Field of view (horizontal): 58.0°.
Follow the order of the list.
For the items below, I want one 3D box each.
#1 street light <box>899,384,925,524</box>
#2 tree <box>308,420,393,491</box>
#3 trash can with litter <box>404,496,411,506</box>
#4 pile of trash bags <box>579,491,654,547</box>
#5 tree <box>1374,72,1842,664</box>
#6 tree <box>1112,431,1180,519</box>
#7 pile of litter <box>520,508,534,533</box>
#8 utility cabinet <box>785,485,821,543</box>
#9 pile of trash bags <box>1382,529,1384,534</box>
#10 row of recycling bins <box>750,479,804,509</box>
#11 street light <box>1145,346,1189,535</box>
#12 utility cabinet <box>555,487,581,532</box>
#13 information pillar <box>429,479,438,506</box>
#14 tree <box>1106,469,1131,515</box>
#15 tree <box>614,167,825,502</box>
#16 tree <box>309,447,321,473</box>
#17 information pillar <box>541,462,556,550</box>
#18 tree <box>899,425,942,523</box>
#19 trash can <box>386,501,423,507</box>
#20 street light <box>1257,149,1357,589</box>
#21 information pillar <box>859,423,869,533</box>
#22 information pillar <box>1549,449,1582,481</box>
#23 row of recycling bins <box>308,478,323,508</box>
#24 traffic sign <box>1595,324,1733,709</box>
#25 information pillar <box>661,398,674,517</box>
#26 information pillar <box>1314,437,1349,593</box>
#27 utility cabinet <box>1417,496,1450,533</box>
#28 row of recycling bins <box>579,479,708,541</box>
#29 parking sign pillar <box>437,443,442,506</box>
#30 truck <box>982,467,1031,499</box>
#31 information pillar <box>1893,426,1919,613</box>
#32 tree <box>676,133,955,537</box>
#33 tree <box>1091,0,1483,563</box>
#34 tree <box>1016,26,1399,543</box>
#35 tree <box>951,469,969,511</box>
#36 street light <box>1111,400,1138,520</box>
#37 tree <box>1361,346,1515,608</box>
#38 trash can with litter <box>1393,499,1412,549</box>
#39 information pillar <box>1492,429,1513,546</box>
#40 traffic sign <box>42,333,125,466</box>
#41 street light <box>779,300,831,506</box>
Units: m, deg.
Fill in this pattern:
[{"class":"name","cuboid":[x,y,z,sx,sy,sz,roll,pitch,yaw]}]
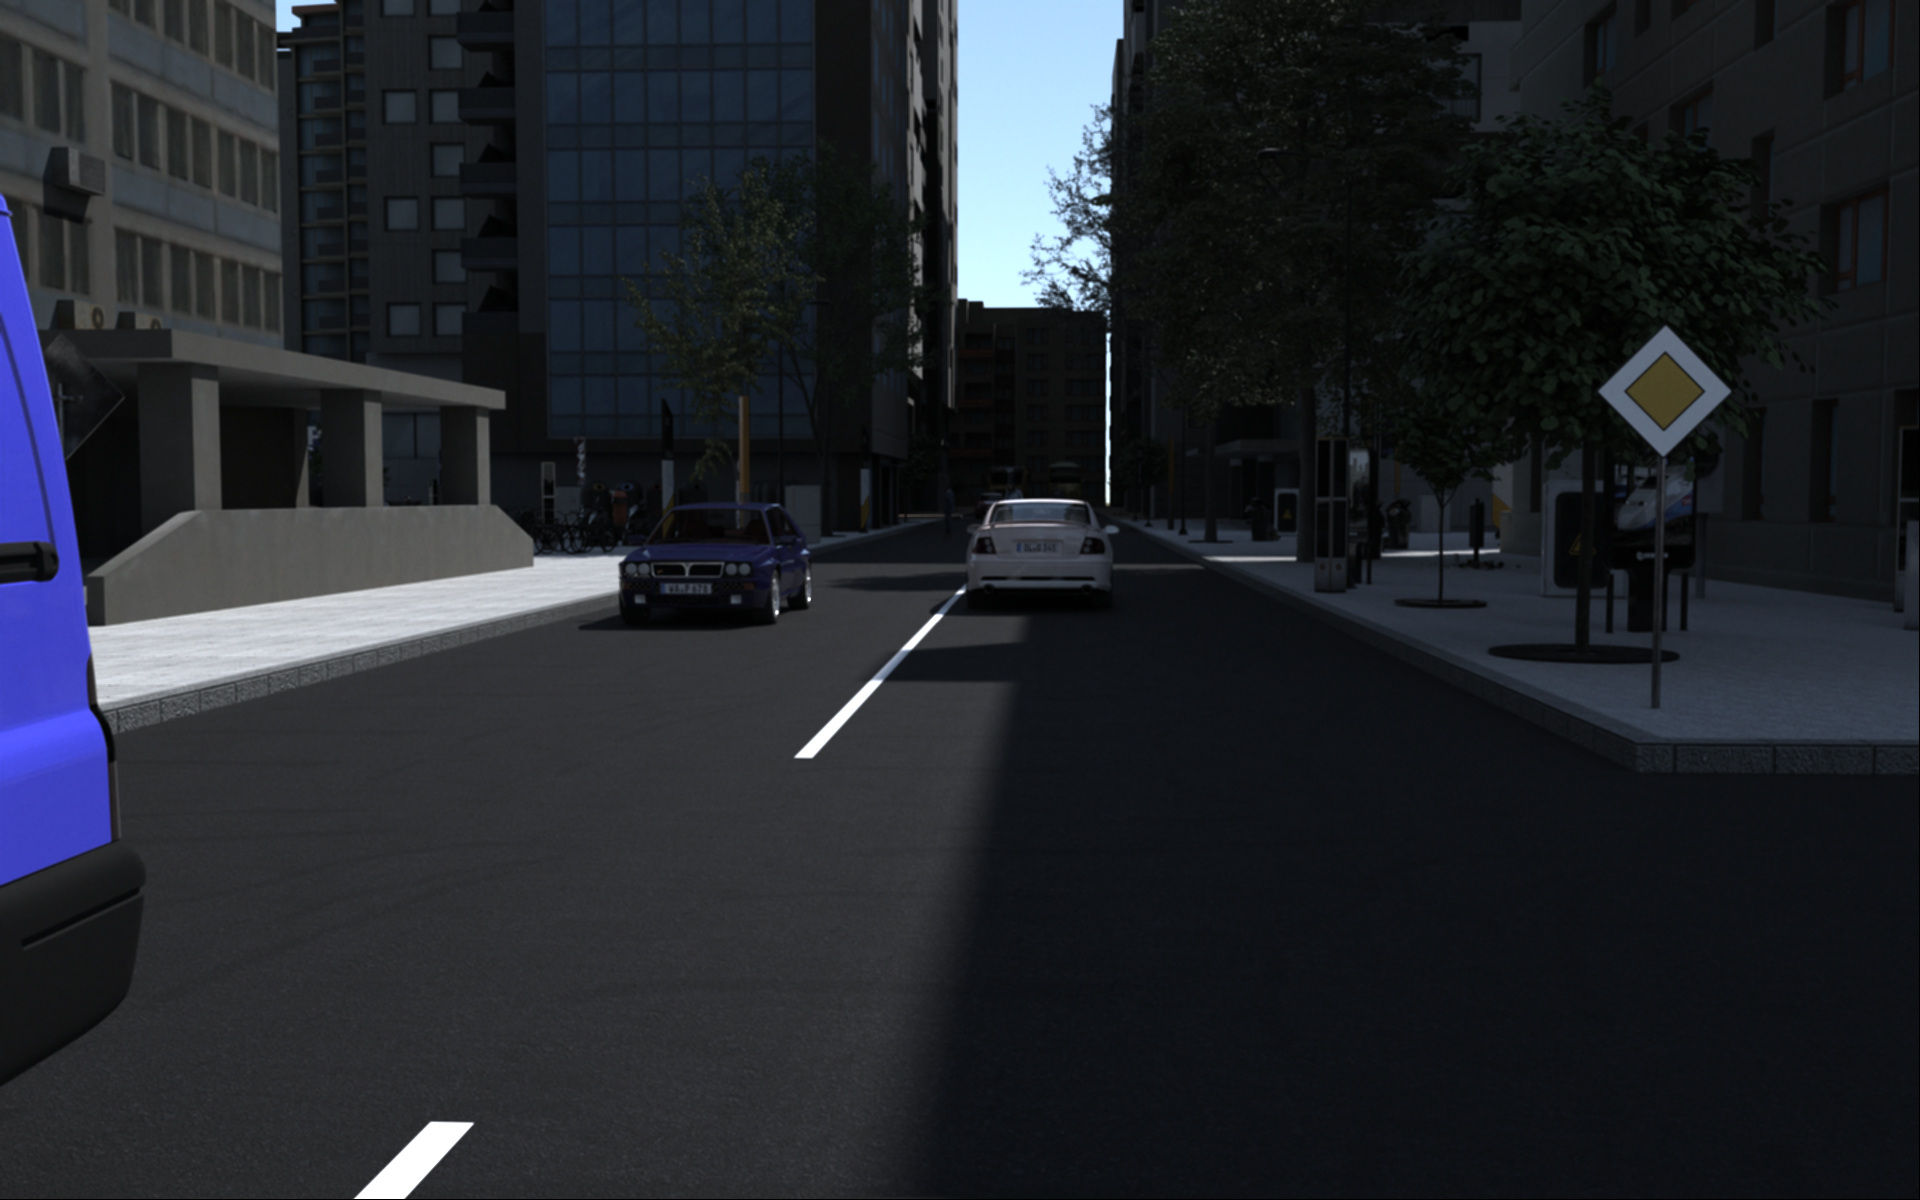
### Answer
[{"class":"street light","cuboid":[-2.151,-6.142,72.955,1.470,5.913,1.316,0,4,3]},{"class":"tree","cuboid":[-14.025,-2.733,39.293,1.663,3.219,1.824,0,3,0]},{"class":"trash can with litter","cuboid":[-21.960,-3.541,68.948,1.678,1.210,2.233,-2,4,-29]},{"class":"pile of trash bags","cuboid":[-8.643,-2.082,43.785,1.912,1.369,3.447,-1,4,-10]},{"class":"tree","cuboid":[4.949,-1.825,13.555,4.285,4.588,4.351,0,3,0]},{"class":"tree","cuboid":[9.391,-6.396,88.289,4.285,4.588,4.351,0,3,0]},{"class":"pile of litter","cuboid":[-13.834,-2.473,54.407,1.176,0.858,1.719,-1,4,-19]},{"class":"utility cabinet","cuboid":[-4.033,-2.182,44.357,0.318,1.500,1.173,2,4,29]},{"class":"pile of trash bags","cuboid":[11.956,-2.839,56.176,3.447,1.369,1.912,0,4,5]},{"class":"row of recycling bins","cuboid":[-5.261,-2.583,49.342,1.069,1.692,3.534,-2,4,-24]},{"class":"street light","cuboid":[6.485,-5.005,54.373,1.470,5.913,1.316,0,4,3]},{"class":"utility cabinet","cuboid":[-12.859,-2.983,57.452,1.173,1.500,0.318,0,4,8]},{"class":"information pillar","cuboid":[-25.782,-4.914,84.844,0.304,2.012,0.304,3,5,40]},{"class":"tree","cuboid":[9.824,-6.869,106.907,1.663,3.219,1.824,0,3,0]},{"class":"tree","cuboid":[-5.173,-5.393,38.535,4.737,8.622,4.395,0,3,0]},{"class":"tree","cuboid":[-31.115,-6.253,85.952,4.285,4.588,4.351,0,3,0]},{"class":"information pillar","cuboid":[-9.441,-2.156,39.738,0.304,2.012,0.304,-1,4,-17]},{"class":"tree","cuboid":[-3.189,-6.180,84.761,4.285,4.588,4.351,0,3,0]},{"class":"trash can","cuboid":[-11.718,-1.523,36.554,0.748,1.137,0.748,0,3,0]},{"class":"street light","cuboid":[4.692,-3.113,23.441,1.470,5.913,1.316,0,4,3]},{"class":"information pillar","cuboid":[-3.133,-4.013,56.969,0.183,3.616,0.504,1,4,22]},{"class":"information pillar","cuboid":[9.302,-2.158,26.642,0.504,3.616,0.183,0,4,7]},{"class":"row of recycling bins","cuboid":[-16.349,-2.173,42.643,3.534,1.692,1.069,1,4,14]},{"class":"traffic sign","cuboid":[4.161,-0.408,10.307,0.795,2.450,0.064,0,4,3]},{"class":"information pillar","cuboid":[-7.184,-3.131,42.546,0.183,3.616,0.504,1,4,16]},{"class":"information pillar","cuboid":[4.828,-1.102,22.512,0.304,2.012,0.304,-2,4,-32]},{"class":"utility cabinet","cuboid":[15.459,-2.773,56.507,1.020,1.237,0.306,0,4,-8]},{"class":"row of recycling bins","cuboid":[-8.729,-2.488,47.784,3.534,1.692,1.069,0,4,-3]},{"class":"parking sign pillar","cuboid":[-19.587,-4.757,66.249,1.447,3.967,1.447,-2,4,-31]},{"class":"truck","cuboid":[3.522,-7.909,125.232,3.469,3.379,9.791,0,4,4]},{"class":"information pillar","cuboid":[10.320,-0.870,18.722,0.304,2.012,0.304,3,5,39]},{"class":"tree","cuboid":[-4.148,-7.689,51.476,9.928,11.665,9.643,0,3,0]},{"class":"tree","cuboid":[6.162,-6.977,32.207,7.486,12.596,7.792,0,3,0]},{"class":"tree","cuboid":[6.583,-8.265,45.505,12.009,13.543,11.850,0,3,0]},{"class":"tree","cuboid":[-0.349,-8.324,130.706,1.663,3.219,1.824,0,3,0]},{"class":"street light","cuboid":[8.108,-6.897,85.314,1.470,5.913,1.316,0,4,3]},{"class":"tree","cuboid":[5.646,-1.539,19.764,1.663,3.219,1.824,0,3,0]},{"class":"trash can with litter","cuboid":[10.068,-1.774,40.398,0.624,1.170,1.055,-1,4,-17]},{"class":"information pillar","cuboid":[13.412,-3.142,42.719,0.504,3.616,0.183,2,4,31]},{"class":"traffic sign","cuboid":[-5.617,-0.441,10.860,0.795,2.450,0.064,0,4,3]},{"class":"street light","cuboid":[-3.773,-4.224,41.606,1.470,5.913,1.316,0,4,3]}]
